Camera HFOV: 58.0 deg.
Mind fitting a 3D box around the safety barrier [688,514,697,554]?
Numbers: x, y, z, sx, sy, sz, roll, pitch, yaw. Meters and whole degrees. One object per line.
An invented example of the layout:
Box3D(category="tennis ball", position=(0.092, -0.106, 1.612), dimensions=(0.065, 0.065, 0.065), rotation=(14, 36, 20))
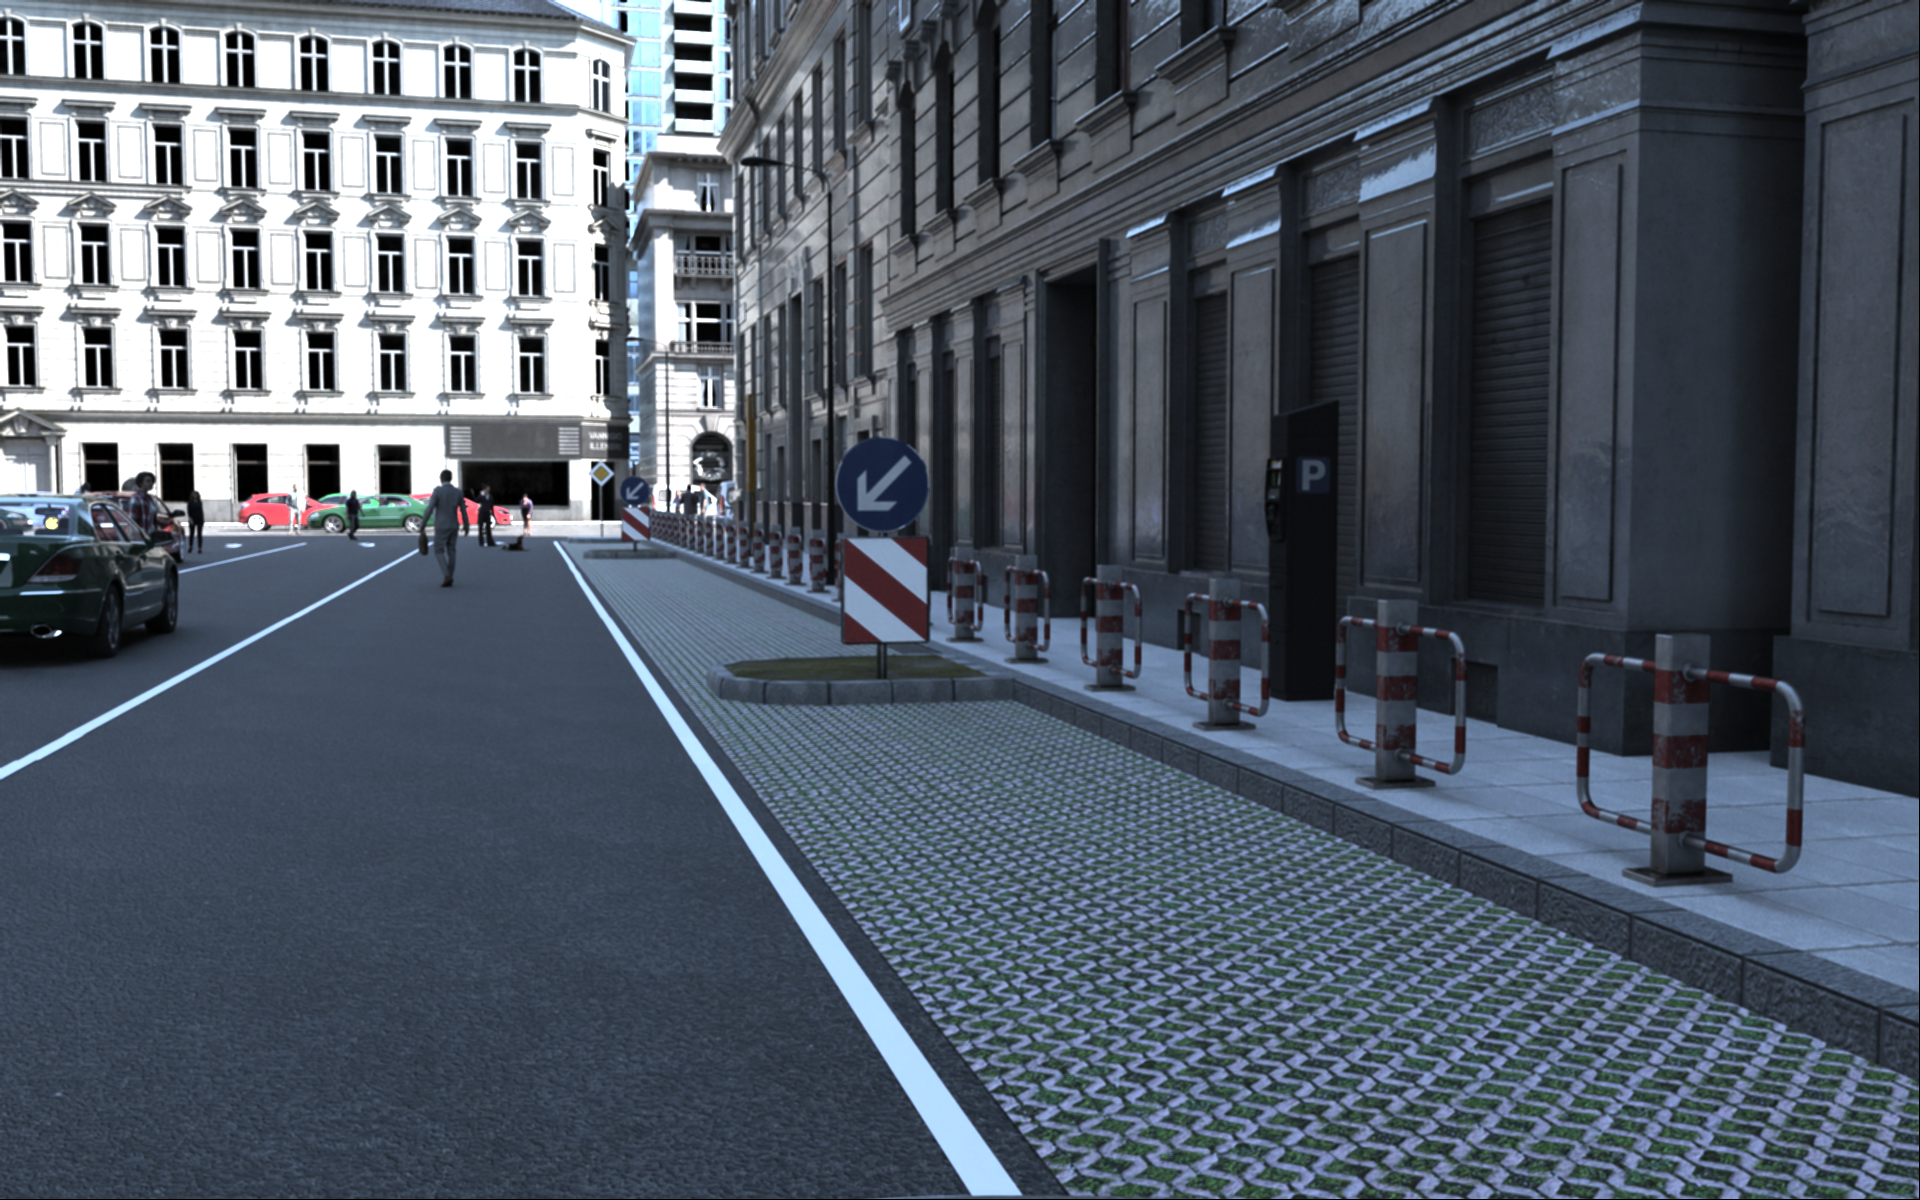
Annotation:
Box3D(category="safety barrier", position=(-5.613, -1.417, 37.438), dimensions=(0.300, 0.817, 1.120), rotation=(-1, 4, -14))

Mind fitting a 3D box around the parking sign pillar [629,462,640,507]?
Box3D(category="parking sign pillar", position=(-26.817, -9.392, 142.035), dimensions=(1.447, 3.967, 1.447), rotation=(-3, 4, -37))

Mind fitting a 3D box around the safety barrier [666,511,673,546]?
Box3D(category="safety barrier", position=(-7.032, -1.759, 43.040), dimensions=(0.300, 0.817, 1.120), rotation=(-1, 4, -14))

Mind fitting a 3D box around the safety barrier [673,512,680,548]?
Box3D(category="safety barrier", position=(-6.562, -1.645, 41.177), dimensions=(0.300, 0.817, 1.120), rotation=(-1, 4, -14))

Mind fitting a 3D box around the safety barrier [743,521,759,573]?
Box3D(category="safety barrier", position=(-3.263, -0.847, 28.125), dimensions=(0.300, 0.817, 1.120), rotation=(-1, 4, -14))

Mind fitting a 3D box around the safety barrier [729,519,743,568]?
Box3D(category="safety barrier", position=(-3.734, -0.961, 29.984), dimensions=(0.300, 0.817, 1.120), rotation=(-1, 4, -14))

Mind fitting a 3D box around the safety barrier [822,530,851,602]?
Box3D(category="safety barrier", position=(-1.376, -0.390, 20.650), dimensions=(0.300, 0.817, 1.120), rotation=(-1, 4, -14))

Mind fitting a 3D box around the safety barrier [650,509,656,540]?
Box3D(category="safety barrier", position=(-8.436, -2.100, 48.617), dimensions=(0.300, 0.817, 1.120), rotation=(-1, 4, -14))

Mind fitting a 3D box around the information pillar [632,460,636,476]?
Box3D(category="information pillar", position=(-22.104, -7.714, 117.476), dimensions=(0.183, 3.616, 0.504), rotation=(-2, 4, -26))

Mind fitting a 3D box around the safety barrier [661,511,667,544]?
Box3D(category="safety barrier", position=(-7.497, -1.873, 44.900), dimensions=(0.300, 0.817, 1.120), rotation=(-1, 4, -14))

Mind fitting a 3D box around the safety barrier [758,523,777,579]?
Box3D(category="safety barrier", position=(-2.791, -0.733, 26.261), dimensions=(0.300, 0.817, 1.120), rotation=(-1, 4, -14))

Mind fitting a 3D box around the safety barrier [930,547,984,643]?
Box3D(category="safety barrier", position=(0.040, -0.047, 15.050), dimensions=(0.300, 0.817, 1.120), rotation=(-1, 4, -14))

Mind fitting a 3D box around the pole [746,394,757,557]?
Box3D(category="pole", position=(-4.275, -2.546, 35.475), dimensions=(0.158, 3.312, 0.155), rotation=(0, 3, 0))

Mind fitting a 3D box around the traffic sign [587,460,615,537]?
Box3D(category="traffic sign", position=(-10.621, -2.916, 51.314), dimensions=(0.795, 2.450, 0.064), rotation=(-1, 4, -14))

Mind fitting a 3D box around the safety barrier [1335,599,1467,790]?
Box3D(category="safety barrier", position=(1.917, 0.408, 7.605), dimensions=(0.300, 0.817, 1.120), rotation=(-1, 4, -14))

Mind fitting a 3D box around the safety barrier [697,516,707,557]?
Box3D(category="safety barrier", position=(-5.145, -1.303, 35.578), dimensions=(0.300, 0.817, 1.120), rotation=(-1, 4, -14))

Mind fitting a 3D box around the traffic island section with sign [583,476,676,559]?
Box3D(category="traffic island section with sign", position=(-7.451, -1.851, 38.896), dimensions=(1.989, 1.847, 2.006), rotation=(-1, 4, -14))

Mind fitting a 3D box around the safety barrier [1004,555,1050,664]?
Box3D(category="safety barrier", position=(0.506, 0.067, 13.180), dimensions=(0.300, 0.817, 1.120), rotation=(-1, 4, -14))

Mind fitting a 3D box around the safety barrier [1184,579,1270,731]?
Box3D(category="safety barrier", position=(1.446, 0.294, 9.463), dimensions=(0.300, 0.817, 1.120), rotation=(-1, 4, -14))

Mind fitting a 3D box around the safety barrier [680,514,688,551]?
Box3D(category="safety barrier", position=(-6.085, -1.531, 39.303), dimensions=(0.300, 0.817, 1.120), rotation=(-1, 4, -14))

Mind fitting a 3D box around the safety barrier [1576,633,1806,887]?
Box3D(category="safety barrier", position=(2.388, 0.522, 5.744), dimensions=(0.300, 0.817, 1.120), rotation=(-1, 4, -14))

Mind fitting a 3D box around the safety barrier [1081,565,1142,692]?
Box3D(category="safety barrier", position=(0.980, 0.181, 11.322), dimensions=(0.300, 0.817, 1.120), rotation=(-1, 4, -14))

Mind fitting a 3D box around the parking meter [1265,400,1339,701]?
Box3D(category="parking meter", position=(2.127, -0.311, 10.804), dimensions=(0.399, 1.863, 0.255), rotation=(-1, 4, -14))

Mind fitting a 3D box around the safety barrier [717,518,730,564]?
Box3D(category="safety barrier", position=(-4.200, -1.075, 31.843), dimensions=(0.300, 0.817, 1.120), rotation=(-1, 4, -14))

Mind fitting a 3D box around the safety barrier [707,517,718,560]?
Box3D(category="safety barrier", position=(-4.671, -1.188, 33.702), dimensions=(0.300, 0.817, 1.120), rotation=(-1, 4, -14))

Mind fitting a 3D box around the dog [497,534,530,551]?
Box3D(category="dog", position=(-11.297, -1.444, 43.808), dimensions=(0.748, 0.427, 0.550), rotation=(2, 4, 26))

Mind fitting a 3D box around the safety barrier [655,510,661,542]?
Box3D(category="safety barrier", position=(-7.967, -1.987, 46.758), dimensions=(0.300, 0.817, 1.120), rotation=(-1, 4, -14))

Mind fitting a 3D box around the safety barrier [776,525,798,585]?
Box3D(category="safety barrier", position=(-2.324, -0.618, 24.387), dimensions=(0.300, 0.817, 1.120), rotation=(-1, 4, -14))

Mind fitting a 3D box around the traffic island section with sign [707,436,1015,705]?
Box3D(category="traffic island section with sign", position=(-0.815, -0.246, 12.651), dimensions=(1.989, 1.847, 2.006), rotation=(-1, 4, -14))

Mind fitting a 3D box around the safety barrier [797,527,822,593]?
Box3D(category="safety barrier", position=(-1.847, -0.504, 22.518), dimensions=(0.300, 0.817, 1.120), rotation=(-1, 4, -14))

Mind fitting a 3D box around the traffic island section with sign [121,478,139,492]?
Box3D(category="traffic island section with sign", position=(-23.234, -2.467, 48.466), dimensions=(2.006, 1.907, 1.989), rotation=(-1, 4, -14))
